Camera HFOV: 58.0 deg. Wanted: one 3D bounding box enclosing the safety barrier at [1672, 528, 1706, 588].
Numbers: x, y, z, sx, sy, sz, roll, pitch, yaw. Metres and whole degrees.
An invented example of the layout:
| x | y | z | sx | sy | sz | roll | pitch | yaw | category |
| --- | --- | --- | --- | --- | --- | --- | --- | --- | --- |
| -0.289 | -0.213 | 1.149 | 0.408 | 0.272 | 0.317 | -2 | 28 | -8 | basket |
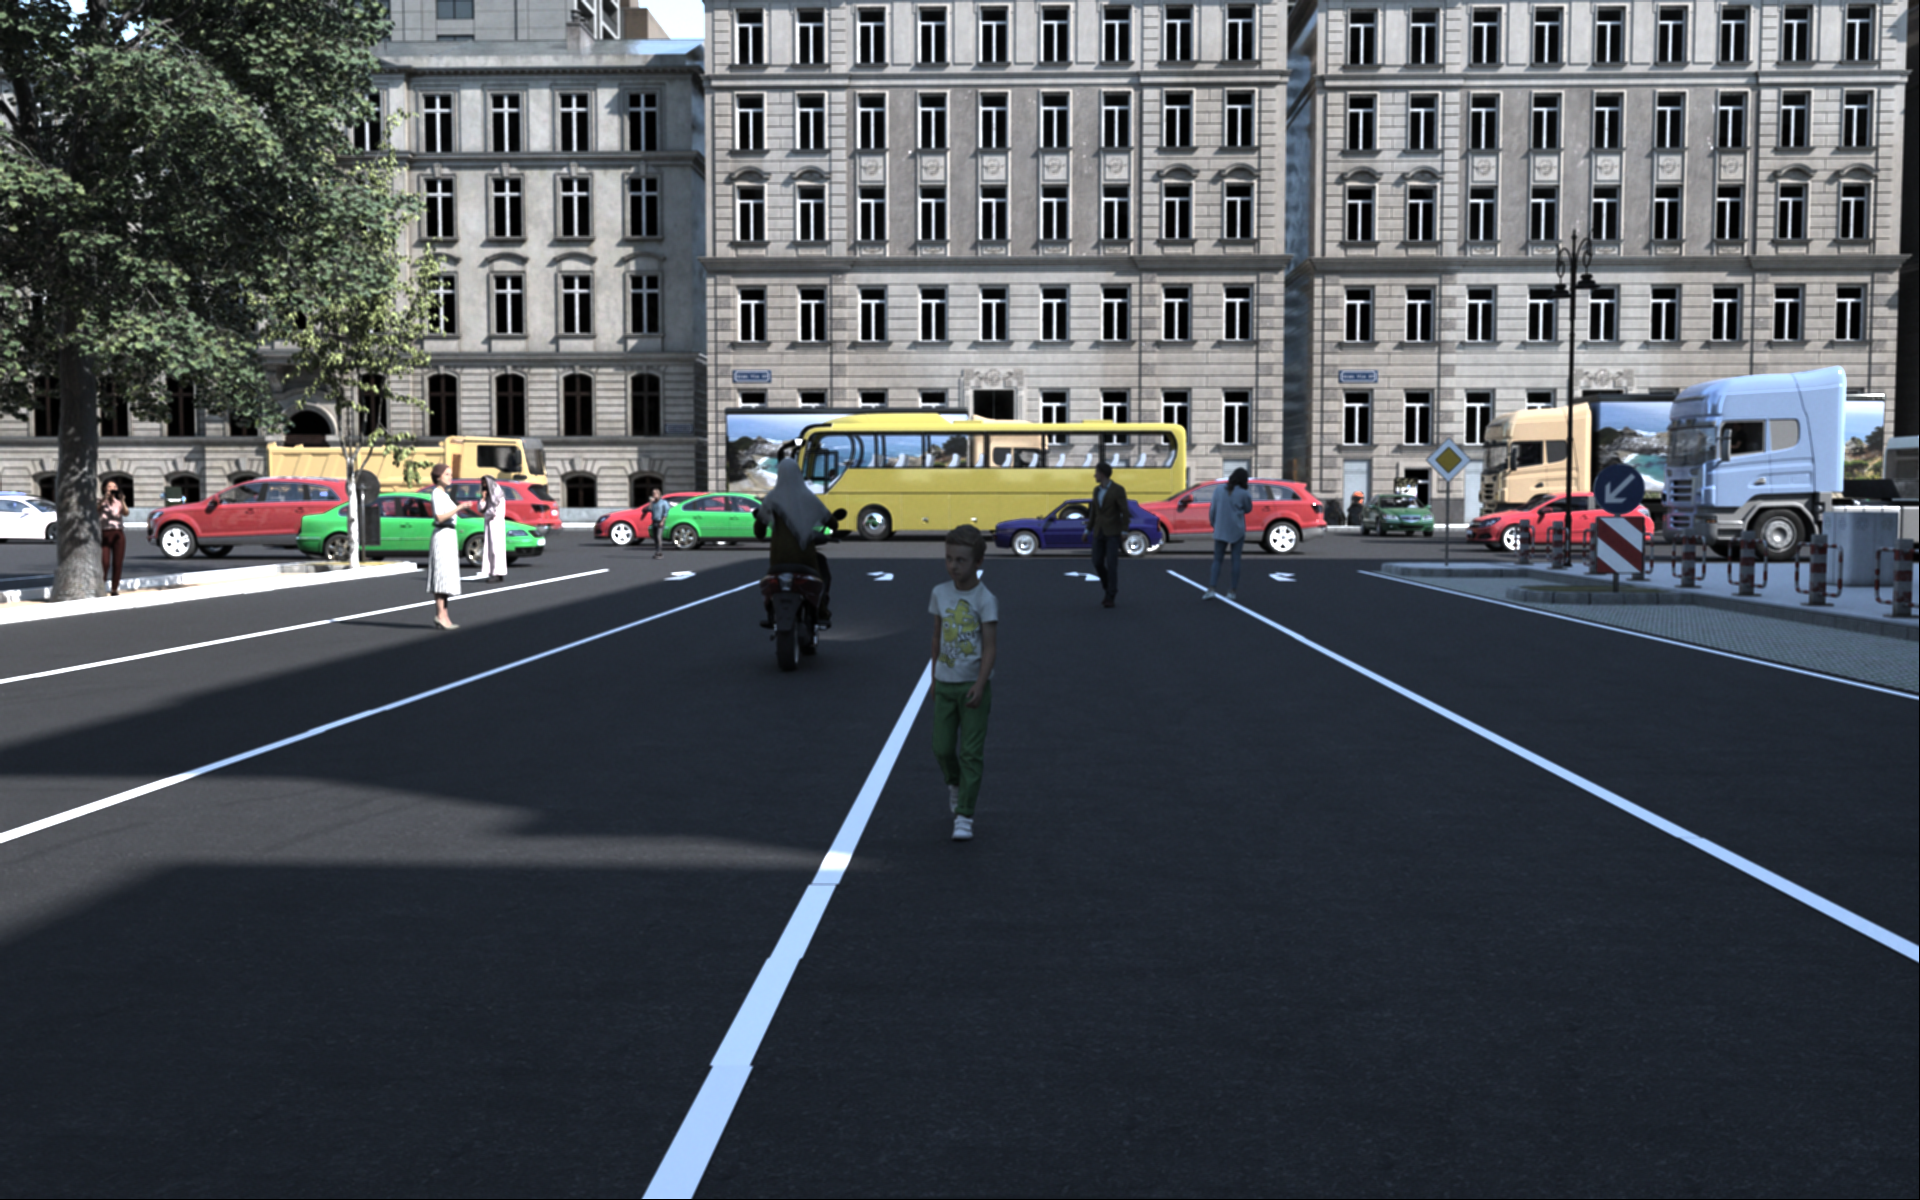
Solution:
| x | y | z | sx | sy | sz | roll | pitch | yaw | category |
| --- | --- | --- | --- | --- | --- | --- | --- | --- | --- |
| 9.987 | -0.579 | 23.738 | 0.300 | 0.817 | 1.120 | 0 | 4 | 2 | safety barrier |

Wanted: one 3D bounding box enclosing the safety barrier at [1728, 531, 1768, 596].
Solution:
| x | y | z | sx | sy | sz | roll | pitch | yaw | category |
| --- | --- | --- | --- | --- | --- | --- | --- | --- | --- |
| 9.920 | -0.462 | 21.822 | 0.300 | 0.817 | 1.120 | 0 | 4 | 2 | safety barrier |

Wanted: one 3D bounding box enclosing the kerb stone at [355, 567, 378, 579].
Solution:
| x | y | z | sx | sy | sz | roll | pitch | yaw | category |
| --- | --- | --- | --- | --- | --- | --- | --- | --- | --- |
| -10.250 | -0.455 | 29.627 | 0.120 | 0.150 | 1.000 | 0 | 4 | 2 | kerb stone |

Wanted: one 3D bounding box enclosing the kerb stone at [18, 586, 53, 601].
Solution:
| x | y | z | sx | sy | sz | roll | pitch | yaw | category |
| --- | --- | --- | --- | --- | --- | --- | --- | --- | --- |
| -12.560 | -0.077 | 23.461 | 0.120 | 0.150 | 1.000 | 0 | 4 | 2 | kerb stone |

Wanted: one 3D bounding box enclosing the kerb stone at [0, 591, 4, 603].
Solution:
| x | y | z | sx | sy | sz | roll | pitch | yaw | category |
| --- | --- | --- | --- | --- | --- | --- | --- | --- | --- |
| -12.586 | -0.015 | 22.434 | 0.120 | 0.150 | 1.000 | 0 | 4 | 2 | kerb stone |

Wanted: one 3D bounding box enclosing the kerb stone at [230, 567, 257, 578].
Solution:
| x | y | z | sx | sy | sz | roll | pitch | yaw | category |
| --- | --- | --- | --- | --- | --- | --- | --- | --- | --- |
| -12.350 | -0.452 | 29.637 | 0.120 | 0.150 | 1.000 | 0 | 4 | 2 | kerb stone |

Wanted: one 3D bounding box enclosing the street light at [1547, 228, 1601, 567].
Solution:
| x | y | z | sx | sy | sz | roll | pitch | yaw | category |
| --- | --- | --- | --- | --- | --- | --- | --- | --- | --- |
| 10.730 | -3.525 | 30.426 | 0.468 | 5.910 | 1.993 | 0 | 4 | 2 | street light |

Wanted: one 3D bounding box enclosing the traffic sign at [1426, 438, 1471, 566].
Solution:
| x | y | z | sx | sy | sz | roll | pitch | yaw | category |
| --- | --- | --- | --- | --- | --- | --- | --- | --- | --- |
| 8.694 | -1.667 | 30.896 | 0.795 | 2.450 | 0.064 | 0 | 4 | 2 | traffic sign |

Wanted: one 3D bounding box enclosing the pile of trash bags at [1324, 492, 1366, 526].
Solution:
| x | y | z | sx | sy | sz | roll | pitch | yaw | category |
| --- | --- | --- | --- | --- | --- | --- | --- | --- | --- |
| 15.833 | -3.714 | 70.468 | 1.912 | 1.369 | 3.447 | 2 | 4 | 26 | pile of trash bags |

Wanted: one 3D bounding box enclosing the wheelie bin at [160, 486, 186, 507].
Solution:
| x | y | z | sx | sy | sz | roll | pitch | yaw | category |
| --- | --- | --- | --- | --- | --- | --- | --- | --- | --- |
| -32.750 | -3.922 | 72.035 | 0.980 | 1.594 | 0.693 | -2 | 4 | -33 | wheelie bin |

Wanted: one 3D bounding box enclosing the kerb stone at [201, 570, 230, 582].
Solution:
| x | y | z | sx | sy | sz | roll | pitch | yaw | category |
| --- | --- | --- | --- | --- | --- | --- | --- | --- | --- |
| -12.382 | -0.392 | 28.610 | 0.120 | 0.150 | 1.000 | 0 | 4 | 2 | kerb stone |

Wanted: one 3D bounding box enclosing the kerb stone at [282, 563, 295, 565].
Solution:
| x | y | z | sx | sy | sz | roll | pitch | yaw | category |
| --- | --- | --- | --- | --- | --- | --- | --- | --- | --- |
| -12.288 | -0.581 | 31.693 | 0.120 | 0.150 | 1.000 | 0 | 4 | 2 | kerb stone |

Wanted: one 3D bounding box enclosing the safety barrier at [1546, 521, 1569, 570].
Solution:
| x | y | z | sx | sy | sz | roll | pitch | yaw | category |
| --- | --- | --- | --- | --- | --- | --- | --- | --- | --- |
| 10.180 | -0.931 | 29.504 | 0.300 | 0.817 | 1.120 | 0 | 4 | 2 | safety barrier |

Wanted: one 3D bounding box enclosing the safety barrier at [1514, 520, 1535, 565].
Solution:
| x | y | z | sx | sy | sz | roll | pitch | yaw | category |
| --- | --- | --- | --- | --- | --- | --- | --- | --- | --- |
| 10.245 | -1.050 | 31.446 | 0.300 | 0.817 | 1.120 | 0 | 4 | 2 | safety barrier |

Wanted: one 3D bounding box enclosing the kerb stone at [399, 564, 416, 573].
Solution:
| x | y | z | sx | sy | sz | roll | pitch | yaw | category |
| --- | --- | --- | --- | --- | --- | --- | --- | --- | --- |
| -10.180 | -0.572 | 31.682 | 0.120 | 0.150 | 1.000 | 0 | 4 | 2 | kerb stone |

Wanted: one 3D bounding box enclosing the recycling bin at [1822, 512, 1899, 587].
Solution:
| x | y | z | sx | sy | sz | roll | pitch | yaw | category |
| --- | --- | --- | --- | --- | --- | --- | --- | --- | --- |
| 12.609 | -0.718 | 24.289 | 0.722 | 1.027 | 0.722 | 0 | 4 | -4 | recycling bin |

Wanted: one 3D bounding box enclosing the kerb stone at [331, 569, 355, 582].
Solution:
| x | y | z | sx | sy | sz | roll | pitch | yaw | category |
| --- | --- | --- | --- | --- | --- | --- | --- | --- | --- |
| -10.282 | -0.391 | 28.596 | 0.120 | 0.150 | 1.000 | 0 | 4 | 2 | kerb stone |

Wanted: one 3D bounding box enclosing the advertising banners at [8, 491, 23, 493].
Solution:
| x | y | z | sx | sy | sz | roll | pitch | yaw | category |
| --- | --- | --- | --- | --- | --- | --- | --- | --- | --- |
| -68.433 | -7.950 | 126.176 | 0.090 | 3.025 | 2.074 | 1 | 4 | 9 | advertising banners |

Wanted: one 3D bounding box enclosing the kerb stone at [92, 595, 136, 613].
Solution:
| x | y | z | sx | sy | sz | roll | pitch | yaw | category |
| --- | --- | --- | --- | --- | --- | --- | --- | --- | --- |
| -10.526 | 0.049 | 21.394 | 0.120 | 0.150 | 1.000 | 0 | 4 | 2 | kerb stone |

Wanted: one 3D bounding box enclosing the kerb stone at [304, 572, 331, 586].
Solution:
| x | y | z | sx | sy | sz | roll | pitch | yaw | category |
| --- | --- | --- | --- | --- | --- | --- | --- | --- | --- |
| -10.315 | -0.328 | 27.562 | 0.120 | 0.150 | 1.000 | 0 | 4 | 2 | kerb stone |

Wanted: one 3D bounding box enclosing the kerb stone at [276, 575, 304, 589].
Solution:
| x | y | z | sx | sy | sz | roll | pitch | yaw | category |
| --- | --- | --- | --- | --- | --- | --- | --- | --- | --- |
| -10.357 | -0.265 | 26.535 | 0.120 | 0.150 | 1.000 | 0 | 4 | 2 | kerb stone |

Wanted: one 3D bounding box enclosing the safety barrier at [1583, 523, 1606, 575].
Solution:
| x | y | z | sx | sy | sz | roll | pitch | yaw | category |
| --- | --- | --- | --- | --- | --- | --- | --- | --- | --- |
| 10.119 | -0.814 | 27.578 | 0.300 | 0.817 | 1.120 | 0 | 4 | 2 | safety barrier |

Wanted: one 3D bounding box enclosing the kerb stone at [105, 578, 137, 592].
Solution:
| x | y | z | sx | sy | sz | roll | pitch | yaw | category |
| --- | --- | --- | --- | --- | --- | --- | --- | --- | --- |
| -12.489 | -0.203 | 25.528 | 0.120 | 0.150 | 1.000 | 0 | 4 | 2 | kerb stone |

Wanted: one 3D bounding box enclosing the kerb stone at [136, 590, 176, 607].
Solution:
| x | y | z | sx | sy | sz | roll | pitch | yaw | category |
| --- | --- | --- | --- | --- | --- | --- | --- | --- | --- |
| -10.490 | -0.010 | 22.425 | 0.120 | 0.150 | 1.000 | 0 | 4 | 2 | kerb stone |

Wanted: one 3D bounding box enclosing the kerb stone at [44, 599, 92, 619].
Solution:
| x | y | z | sx | sy | sz | roll | pitch | yaw | category |
| --- | --- | --- | --- | --- | --- | --- | --- | --- | --- |
| -10.563 | 0.112 | 20.367 | 0.120 | 0.150 | 1.000 | 0 | 4 | 2 | kerb stone |

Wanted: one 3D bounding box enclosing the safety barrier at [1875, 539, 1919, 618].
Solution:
| x | y | z | sx | sy | sz | roll | pitch | yaw | category |
| --- | --- | --- | --- | --- | --- | --- | --- | --- | --- |
| 9.791 | -0.227 | 17.981 | 0.300 | 0.817 | 1.120 | 0 | 4 | 2 | safety barrier |

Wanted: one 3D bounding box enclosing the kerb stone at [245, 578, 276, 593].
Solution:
| x | y | z | sx | sy | sz | roll | pitch | yaw | category |
| --- | --- | --- | --- | --- | --- | --- | --- | --- | --- |
| -10.384 | -0.203 | 25.507 | 0.120 | 0.150 | 1.000 | 0 | 4 | 2 | kerb stone |

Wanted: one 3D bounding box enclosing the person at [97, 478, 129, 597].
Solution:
| x | y | z | sx | sy | sz | roll | pitch | yaw | category |
| --- | --- | --- | --- | --- | --- | --- | --- | --- | --- |
| -11.591 | -0.839 | 23.681 | 0.517 | 1.644 | 0.566 | 0 | 4 | 0 | person |

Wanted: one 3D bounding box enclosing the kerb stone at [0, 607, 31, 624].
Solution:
| x | y | z | sx | sy | sz | roll | pitch | yaw | category |
| --- | --- | --- | --- | --- | --- | --- | --- | --- | --- |
| -10.597 | 0.180 | 19.340 | 0.120 | 0.150 | 1.000 | 0 | 4 | 2 | kerb stone |

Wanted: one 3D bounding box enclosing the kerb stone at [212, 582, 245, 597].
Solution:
| x | y | z | sx | sy | sz | roll | pitch | yaw | category |
| --- | --- | --- | --- | --- | --- | --- | --- | --- | --- |
| -10.426 | -0.136 | 24.480 | 0.120 | 0.150 | 1.000 | 0 | 4 | 2 | kerb stone |

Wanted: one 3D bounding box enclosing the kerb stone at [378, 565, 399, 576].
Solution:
| x | y | z | sx | sy | sz | roll | pitch | yaw | category |
| --- | --- | --- | --- | --- | --- | --- | --- | --- | --- |
| -10.212 | -0.516 | 30.655 | 0.120 | 0.150 | 1.000 | 0 | 4 | 2 | kerb stone |

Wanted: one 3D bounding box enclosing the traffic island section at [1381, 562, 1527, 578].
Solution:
| x | y | z | sx | sy | sz | roll | pitch | yaw | category |
| --- | --- | --- | --- | --- | --- | --- | --- | --- | --- |
| 8.718 | -0.532 | 30.972 | 2.009 | 0.180 | 2.903 | 0 | 4 | 2 | traffic island section |

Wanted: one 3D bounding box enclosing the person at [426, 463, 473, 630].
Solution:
| x | y | z | sx | sy | sz | roll | pitch | yaw | category |
| --- | --- | --- | --- | --- | --- | --- | --- | --- | --- |
| -5.394 | -0.569 | 18.375 | 0.524 | 1.755 | 0.480 | 0 | 4 | -4 | person |

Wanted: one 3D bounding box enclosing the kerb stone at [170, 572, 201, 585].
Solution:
| x | y | z | sx | sy | sz | roll | pitch | yaw | category |
| --- | --- | --- | --- | --- | --- | --- | --- | --- | --- |
| -12.423 | -0.329 | 27.583 | 0.120 | 0.150 | 1.000 | 0 | 4 | 2 | kerb stone |

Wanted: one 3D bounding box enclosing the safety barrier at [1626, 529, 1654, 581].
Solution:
| x | y | z | sx | sy | sz | roll | pitch | yaw | category |
| --- | --- | --- | --- | --- | --- | --- | --- | --- | --- |
| 10.053 | -0.696 | 25.653 | 0.300 | 0.817 | 1.120 | 0 | 4 | 2 | safety barrier |

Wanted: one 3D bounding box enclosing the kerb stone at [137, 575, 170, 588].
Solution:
| x | y | z | sx | sy | sz | roll | pitch | yaw | category |
| --- | --- | --- | --- | --- | --- | --- | --- | --- | --- |
| -12.454 | -0.267 | 26.555 | 0.120 | 0.150 | 1.000 | 0 | 4 | 2 | kerb stone |

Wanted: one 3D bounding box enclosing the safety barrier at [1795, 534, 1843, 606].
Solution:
| x | y | z | sx | sy | sz | roll | pitch | yaw | category |
| --- | --- | --- | --- | --- | --- | --- | --- | --- | --- |
| 9.861 | -0.344 | 19.900 | 0.300 | 0.817 | 1.120 | 0 | 4 | 2 | safety barrier |

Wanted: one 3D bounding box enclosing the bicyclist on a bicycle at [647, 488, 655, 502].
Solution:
| x | y | z | sx | sy | sz | roll | pitch | yaw | category |
| --- | --- | --- | --- | --- | --- | --- | --- | --- | --- |
| -9.843 | -2.819 | 56.120 | 1.625 | 1.676 | 1.499 | 0 | 4 | 4 | bicyclist on a bicycle |

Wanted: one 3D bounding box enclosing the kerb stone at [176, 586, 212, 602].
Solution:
| x | y | z | sx | sy | sz | roll | pitch | yaw | category |
| --- | --- | --- | --- | --- | --- | --- | --- | --- | --- |
| -10.459 | -0.076 | 23.453 | 0.120 | 0.150 | 1.000 | 0 | 4 | 2 | kerb stone |

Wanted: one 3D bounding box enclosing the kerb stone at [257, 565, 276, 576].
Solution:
| x | y | z | sx | sy | sz | roll | pitch | yaw | category |
| --- | --- | --- | --- | --- | --- | --- | --- | --- | --- |
| -12.316 | -0.516 | 30.665 | 0.120 | 0.150 | 1.000 | 0 | 4 | 2 | kerb stone |
